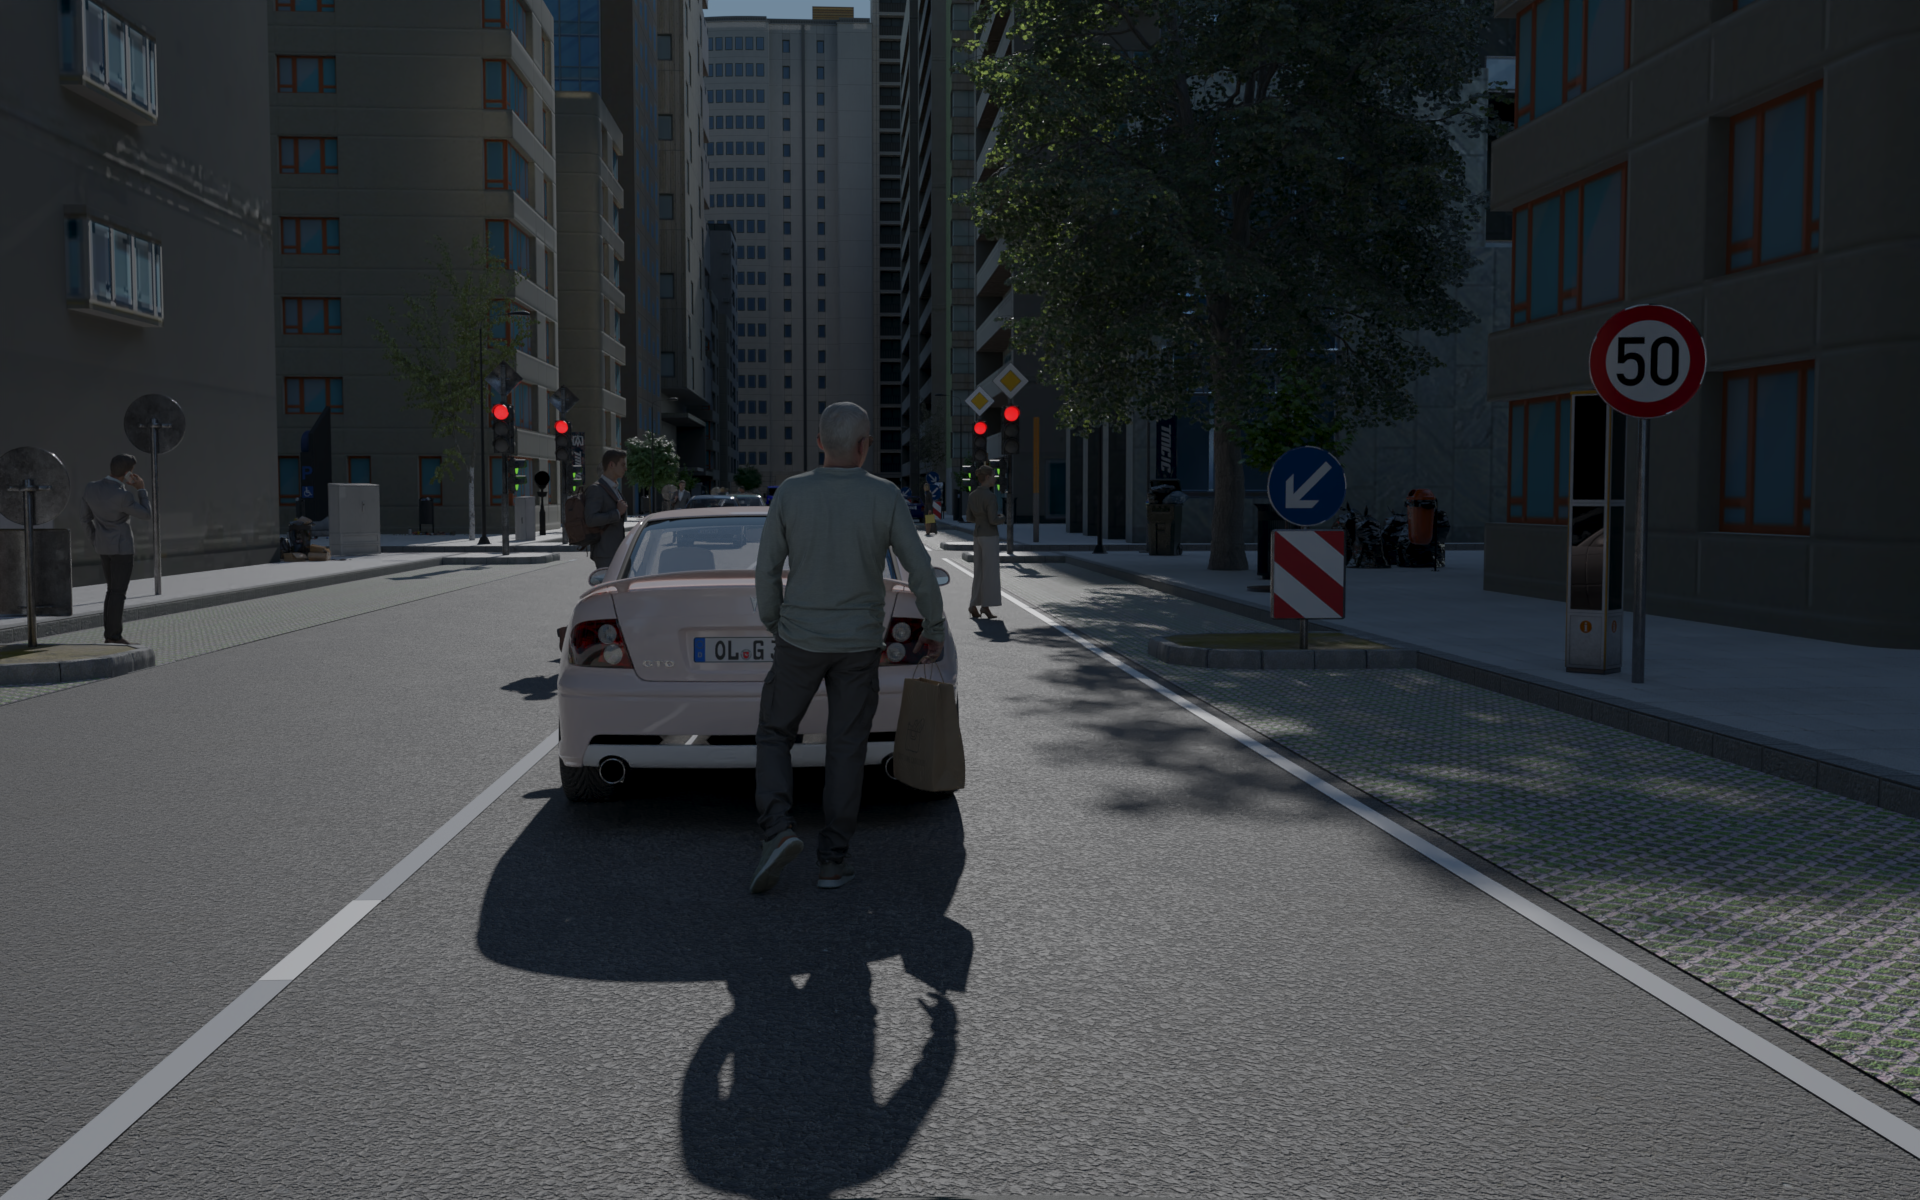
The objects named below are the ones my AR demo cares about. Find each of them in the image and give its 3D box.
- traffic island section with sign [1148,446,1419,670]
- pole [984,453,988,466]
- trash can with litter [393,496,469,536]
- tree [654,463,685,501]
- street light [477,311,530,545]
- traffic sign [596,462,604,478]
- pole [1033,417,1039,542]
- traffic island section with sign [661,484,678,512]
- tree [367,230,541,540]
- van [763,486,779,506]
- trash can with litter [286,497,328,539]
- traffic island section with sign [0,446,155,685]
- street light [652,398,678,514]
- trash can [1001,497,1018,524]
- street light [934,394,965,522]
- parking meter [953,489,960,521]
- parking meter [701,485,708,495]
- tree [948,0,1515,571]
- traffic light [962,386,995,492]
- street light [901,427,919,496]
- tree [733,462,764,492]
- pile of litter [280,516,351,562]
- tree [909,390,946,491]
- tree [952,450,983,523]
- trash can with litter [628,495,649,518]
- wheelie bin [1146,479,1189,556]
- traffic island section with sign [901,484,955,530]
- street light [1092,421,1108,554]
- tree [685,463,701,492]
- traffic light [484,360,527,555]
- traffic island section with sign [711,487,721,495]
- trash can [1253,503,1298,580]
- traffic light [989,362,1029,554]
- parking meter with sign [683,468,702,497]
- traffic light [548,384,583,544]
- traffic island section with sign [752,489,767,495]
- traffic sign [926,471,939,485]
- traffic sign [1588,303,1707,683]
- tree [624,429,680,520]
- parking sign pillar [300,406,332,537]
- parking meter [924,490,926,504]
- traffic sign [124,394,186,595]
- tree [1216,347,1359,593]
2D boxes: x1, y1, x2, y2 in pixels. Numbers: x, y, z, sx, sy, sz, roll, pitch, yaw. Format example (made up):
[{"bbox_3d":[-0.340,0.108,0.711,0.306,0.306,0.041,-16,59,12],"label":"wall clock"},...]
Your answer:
[{"bbox_3d":[2.694,-0.390,15.002,1.989,1.847,2.006,0,4,-4],"label":"traffic island section with sign"},{"bbox_3d":[1.292,-5.621,85.742,0.158,3.312,0.155,0,3,0],"label":"pole"},{"bbox_3d":[-16.345,-2.618,53.858,2.233,1.210,1.678,1,4,22],"label":"trash can with litter"},{"bbox_3d":[-16.516,-6.261,96.964,1.663,3.219,1.824,0,3,0],"label":"tree"},{"bbox_3d":[-11.598,-4.373,44.033,1.470,5.913,1.316,0,4,-4],"label":"street light"},{"bbox_3d":[-13.325,-3.989,65.324,0.768,2.556,0.104,0,4,-2],"label":"traffic sign"},{"bbox_3d":[2.027,-3.190,45.993,0.158,3.312,0.155,0,3,0],"label":"pole"},{"bbox_3d":[-11.625,-3.728,69.589,1.989,1.847,2.006,0,4,-4],"label":"traffic island section with sign"},{"bbox_3d":[-13.757,-5.956,47.738,4.737,8.622,4.395,0,3,0],"label":"tree"},{"bbox_3d":[-13.167,-7.447,126.144,2.240,2.365,5.245,0,4,-6],"label":"van"},{"bbox_3d":[-18.775,-2.322,49.030,1.678,1.210,2.233,-1,4,-22],"label":"trash can with litter"},{"bbox_3d":[-7.624,-0.315,13.773,1.989,1.847,2.006,0,4,-4],"label":"traffic island section with sign"},{"bbox_3d":[-14.305,-6.799,83.709,1.470,5.913,1.316,0,4,-4],"label":"street light"},{"bbox_3d":[2.099,-3.782,73.490,0.748,1.137,0.748,0,3,0],"label":"trash can"},{"bbox_3d":[-0.496,-6.586,80.217,1.470,5.913,1.316,0,4,-4],"label":"street light"},{"bbox_3d":[-0.149,-4.591,83.474,0.372,1.533,0.369,0,3,0],"label":"parking meter"},{"bbox_3d":[-16.983,-6.693,115.135,0.399,1.863,0.255,2,4,24],"label":"parking meter"},{"bbox_3d":[4.443,-7.477,28.897,9.857,13.997,8.962,0,3,0],"label":"tree"},{"bbox_3d":[0.486,-3.431,45.020,0.839,4.253,0.868,0,4,-4],"label":"traffic light"},{"bbox_3d":[-3.400,-8.999,119.669,1.470,5.913,1.316,0,4,-4],"label":"street light"},{"bbox_3d":[-21.788,-11.880,177.949,4.285,4.588,4.351,0,3,0],"label":"tree"},{"bbox_3d":[-12.601,-1.177,33.207,1.719,0.858,1.176,0,4,-7],"label":"pile of litter"},{"bbox_3d":[-1.863,-10.592,123.545,4.360,8.622,3.978,0,3,0],"label":"tree"},{"bbox_3d":[0.348,-5.030,76.834,1.663,3.219,1.824,0,3,0],"label":"tree"},{"bbox_3d":[-17.364,-5.048,93.594,2.233,1.210,1.678,0,4,-3],"label":"trash can with litter"},{"bbox_3d":[4.295,-1.727,36.143,0.980,1.594,0.693,2,4,24],"label":"wheelie bin"},{"bbox_3d":[-1.218,-3.734,69.674,1.989,1.847,2.006,0,4,-4],"label":"traffic island section with sign"},{"bbox_3d":[2.477,-3.951,37.143,1.470,5.913,1.316,0,4,-4],"label":"street light"},{"bbox_3d":[-17.071,-6.876,107.024,1.663,3.219,1.824,0,3,0],"label":"tree"},{"bbox_3d":[-9.527,-2.897,36.284,0.839,4.253,0.868,0,4,-4],"label":"traffic light"},{"bbox_3d":[-13.581,-5.405,96.991,1.989,1.847,2.006,0,4,-4],"label":"traffic island section with sign"},{"bbox_3d":[4.779,-0.880,26.049,0.748,1.137,0.748,0,3,0],"label":"trash can"},{"bbox_3d":[1.056,-2.944,37.055,0.839,4.253,0.868,0,4,-4],"label":"traffic light"},{"bbox_3d":[-17.866,-7.426,117.681,1.738,3.016,0.543,0,4,1],"label":"parking meter with sign"},{"bbox_3d":[-10.097,-3.384,44.249,0.839,4.253,0.868,0,4,-4],"label":"traffic light"},{"bbox_3d":[-17.086,-8.396,145.904,1.989,1.847,2.006,0,4,-4],"label":"traffic island section with sign"},{"bbox_3d":[-1.539,-5.963,97.599,0.768,2.556,0.104,0,4,-4],"label":"traffic sign"},{"bbox_3d":[4.606,-0.708,11.689,0.768,2.556,0.104,0,4,6],"label":"traffic sign"},{"bbox_3d":[-15.562,-6.318,87.021,4.285,4.588,4.351,0,3,0],"label":"tree"},{"bbox_3d":[-19.536,-3.920,52.562,1.447,3.967,1.447,0,4,3],"label":"parking sign pillar"},{"bbox_3d":[-1.982,-5.833,101.080,0.255,1.863,0.399,0,4,1],"label":"parking meter"},{"bbox_3d":[-10.217,-1.338,21.990,0.768,2.556,0.104,0,4,-3],"label":"traffic sign"},{"bbox_3d":[4.439,-1.723,22.767,1.663,3.219,1.824,0,3,0],"label":"tree"}]
